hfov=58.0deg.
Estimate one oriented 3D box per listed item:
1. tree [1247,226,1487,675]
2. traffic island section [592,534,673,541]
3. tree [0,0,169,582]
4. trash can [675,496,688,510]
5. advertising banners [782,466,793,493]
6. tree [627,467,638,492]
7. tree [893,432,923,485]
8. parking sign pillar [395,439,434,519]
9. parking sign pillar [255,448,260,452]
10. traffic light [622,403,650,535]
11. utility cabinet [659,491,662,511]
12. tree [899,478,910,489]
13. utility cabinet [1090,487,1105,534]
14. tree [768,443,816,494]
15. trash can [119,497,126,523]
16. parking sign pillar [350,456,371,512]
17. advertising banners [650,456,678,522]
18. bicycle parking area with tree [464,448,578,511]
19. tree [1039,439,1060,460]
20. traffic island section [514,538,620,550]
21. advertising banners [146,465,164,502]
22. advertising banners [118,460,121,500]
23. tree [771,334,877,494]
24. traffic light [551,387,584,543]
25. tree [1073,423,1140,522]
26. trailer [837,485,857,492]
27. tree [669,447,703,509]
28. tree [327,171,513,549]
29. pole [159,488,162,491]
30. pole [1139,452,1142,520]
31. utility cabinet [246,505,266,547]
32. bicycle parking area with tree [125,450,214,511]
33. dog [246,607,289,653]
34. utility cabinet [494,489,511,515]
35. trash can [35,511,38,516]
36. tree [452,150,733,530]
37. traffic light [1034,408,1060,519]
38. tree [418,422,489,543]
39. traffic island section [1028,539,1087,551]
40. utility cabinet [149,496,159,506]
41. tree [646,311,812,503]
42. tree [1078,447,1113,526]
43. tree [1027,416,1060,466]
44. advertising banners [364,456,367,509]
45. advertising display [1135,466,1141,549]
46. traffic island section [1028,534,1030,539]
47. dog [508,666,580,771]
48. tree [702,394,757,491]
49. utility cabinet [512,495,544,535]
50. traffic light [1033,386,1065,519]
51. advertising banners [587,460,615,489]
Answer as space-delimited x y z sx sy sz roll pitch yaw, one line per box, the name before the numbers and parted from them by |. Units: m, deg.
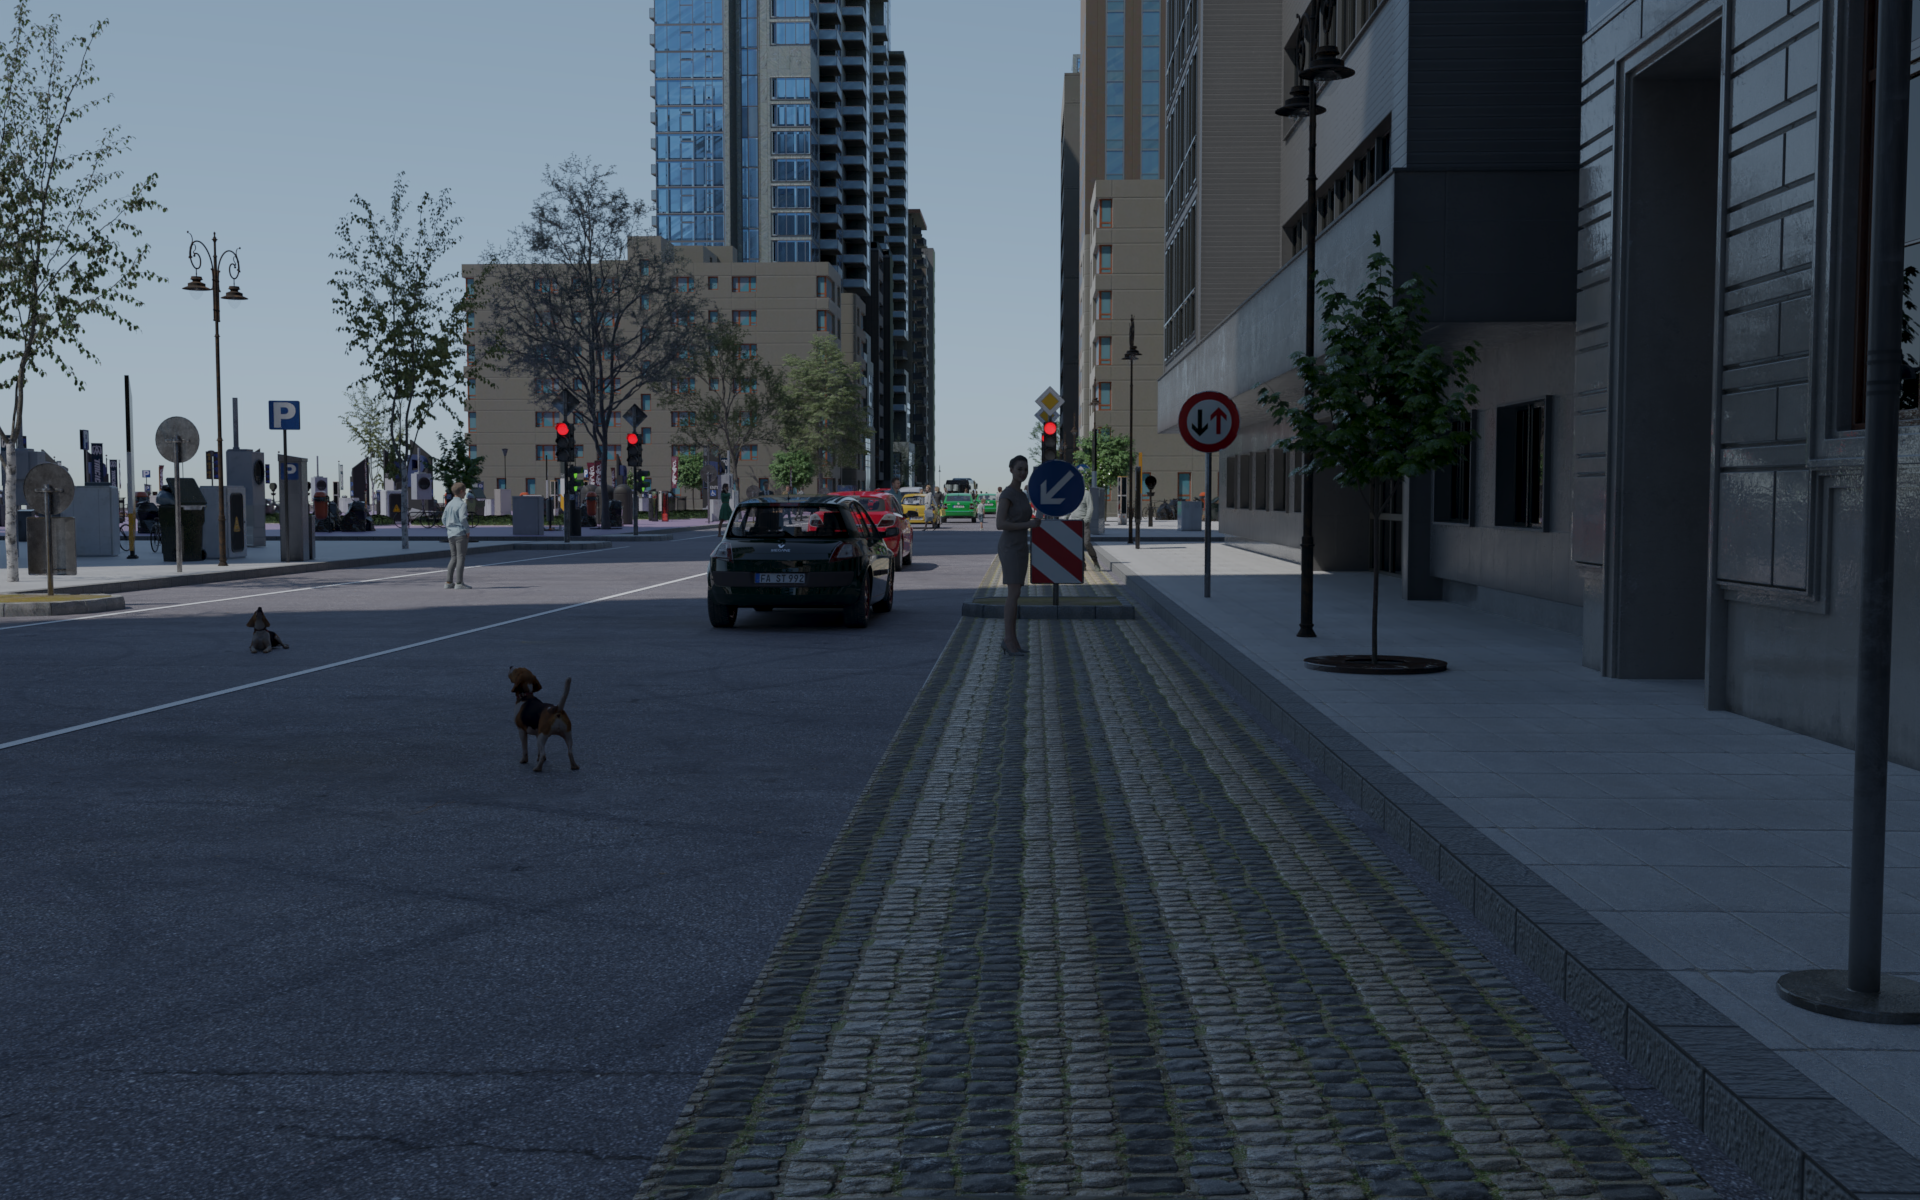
tree | 2.926 -1.105 12.670 1.663 3.219 1.824 0 3 0
traffic island section | -10.091 -1.928 53.800 2.009 0.180 2.903 0 4 2
tree | -13.894 -4.586 25.336 4.360 8.622 3.978 0 3 0
trash can | -17.378 -5.898 108.088 0.748 1.137 0.748 0 3 0
advertising banners | -10.808 -6.867 108.461 0.090 3.025 2.074 1 4 13
tree | -23.363 -7.894 123.673 1.663 3.219 1.824 0 3 0
tree | -6.655 -15.642 206.100 4.360 8.622 3.978 0 3 0
parking sign pillar | -26.539 -5.911 85.110 1.447 3.967 1.447 1 4 23
parking sign pillar | -41.602 -6.906 101.377 1.447 3.967 1.447 -1 4 -20
traffic light | -10.051 -3.960 53.664 0.839 4.253 0.868 0 4 2
utility cabinet | -20.789 -6.928 121.947 0.318 1.500 1.173 -2 4 -34
tree | -6.524 -12.630 201.094 1.663 3.219 1.824 0 3 0
utility cabinet | 4.368 -2.831 54.963 0.318 1.500 1.173 1 4 14
tree | -10.799 -7.837 111.840 4.285 4.588 4.351 0 3 0
trash can | -36.930 -3.929 75.886 0.748 1.137 0.748 0 3 0
parking sign pillar | -42.444 -8.195 122.457 1.447 3.967 1.447 3 4 38
advertising banners | -13.683 -5.138 80.198 2.074 3.025 0.090 3 5 42
bicycle parking area with tree | -26.299 -7.399 107.978 8.231 4.147 9.016 2 4 35
tree | 12.114 -16.032 212.486 4.737 8.622 4.395 0 3 0
traffic island section | -10.414 -1.440 45.821 2.009 0.180 2.903 0 4 2
advertising banners | -48.132 -6.563 103.492 0.090 3.025 2.074 1 4 9
advertising banners | -42.402 -5.567 87.207 0.090 3.025 2.074 -1 4 -17
tree | -9.774 -12.505 122.585 7.486 12.596 7.792 0 3 0
traffic light | -10.375 -3.472 45.685 0.839 4.253 0.868 0 4 2
tree | 6.713 -5.911 80.361 4.285 4.588 4.351 0 3 0
trailer | -7.293 -6.356 110.975 1.471 1.999 3.904 0 4 2
tree | -18.115 -8.195 117.704 4.285 4.588 4.351 0 3 0
tree | -12.880 -5.520 40.612 4.737 8.622 4.395 0 3 0
pole | -60.237 -8.359 130.509 0.158 3.312 0.155 0 3 0
pole | 8.856 -5.574 84.970 0.158 3.312 0.155 0 3 0
utility cabinet | -17.229 -2.037 41.984 0.318 1.500 1.173 -3 5 -43
bicycle parking area with tree | -50.605 -7.847 115.304 9.016 4.147 8.231 -2 4 -30
dog | -6.332 0.260 15.948 0.550 0.427 0.748 2 4 29
utility cabinet | -20.456 -4.207 77.470 0.318 1.500 1.173 1 4 8
trash can | -52.942 -5.384 99.677 0.748 1.137 0.748 0 3 0
tree | -13.020 -9.315 62.669 12.009 13.543 11.850 0 3 0
traffic light | 2.650 -3.929 53.166 0.839 4.253 0.868 0 4 2
tree | -13.249 -3.141 45.962 1.663 3.219 1.824 0 3 0
traffic island section | 2.366 -1.408 45.300 2.009 0.180 2.903 0 4 2
utility cabinet | -32.565 -3.635 70.597 1.020 1.237 0.306 2 4 30
tree | -11.350 -9.366 87.549 8.767 10.594 7.601 -3 4 -38
tree | 5.646 -4.658 70.759 1.663 3.219 1.824 0 3 0
tree | 12.309 -17.978 219.702 9.928 11.665 9.643 0 3 0
advertising banners | -27.277 -5.093 79.454 0.090 3.025 2.074 -1 4 -16
advertising display | 4.177 -2.171 40.709 0.123 1.923 0.974 0 4 4
traffic island section | 2.690 -1.896 53.279 2.009 0.180 2.903 0 4 2
dog | -2.203 0.623 9.098 0.540 0.507 0.406 1 4 13
tree | -16.910 -10.794 126.847 4.360 8.622 3.978 0 3 0
utility cabinet | -13.567 -2.646 54.425 1.020 1.237 0.306 2 4 24
traffic light | 2.327 -3.441 45.188 0.839 4.253 0.868 0 4 2
advertising banners | -19.562 -6.075 95.510 2.074 3.025 0.090 0 4 6
